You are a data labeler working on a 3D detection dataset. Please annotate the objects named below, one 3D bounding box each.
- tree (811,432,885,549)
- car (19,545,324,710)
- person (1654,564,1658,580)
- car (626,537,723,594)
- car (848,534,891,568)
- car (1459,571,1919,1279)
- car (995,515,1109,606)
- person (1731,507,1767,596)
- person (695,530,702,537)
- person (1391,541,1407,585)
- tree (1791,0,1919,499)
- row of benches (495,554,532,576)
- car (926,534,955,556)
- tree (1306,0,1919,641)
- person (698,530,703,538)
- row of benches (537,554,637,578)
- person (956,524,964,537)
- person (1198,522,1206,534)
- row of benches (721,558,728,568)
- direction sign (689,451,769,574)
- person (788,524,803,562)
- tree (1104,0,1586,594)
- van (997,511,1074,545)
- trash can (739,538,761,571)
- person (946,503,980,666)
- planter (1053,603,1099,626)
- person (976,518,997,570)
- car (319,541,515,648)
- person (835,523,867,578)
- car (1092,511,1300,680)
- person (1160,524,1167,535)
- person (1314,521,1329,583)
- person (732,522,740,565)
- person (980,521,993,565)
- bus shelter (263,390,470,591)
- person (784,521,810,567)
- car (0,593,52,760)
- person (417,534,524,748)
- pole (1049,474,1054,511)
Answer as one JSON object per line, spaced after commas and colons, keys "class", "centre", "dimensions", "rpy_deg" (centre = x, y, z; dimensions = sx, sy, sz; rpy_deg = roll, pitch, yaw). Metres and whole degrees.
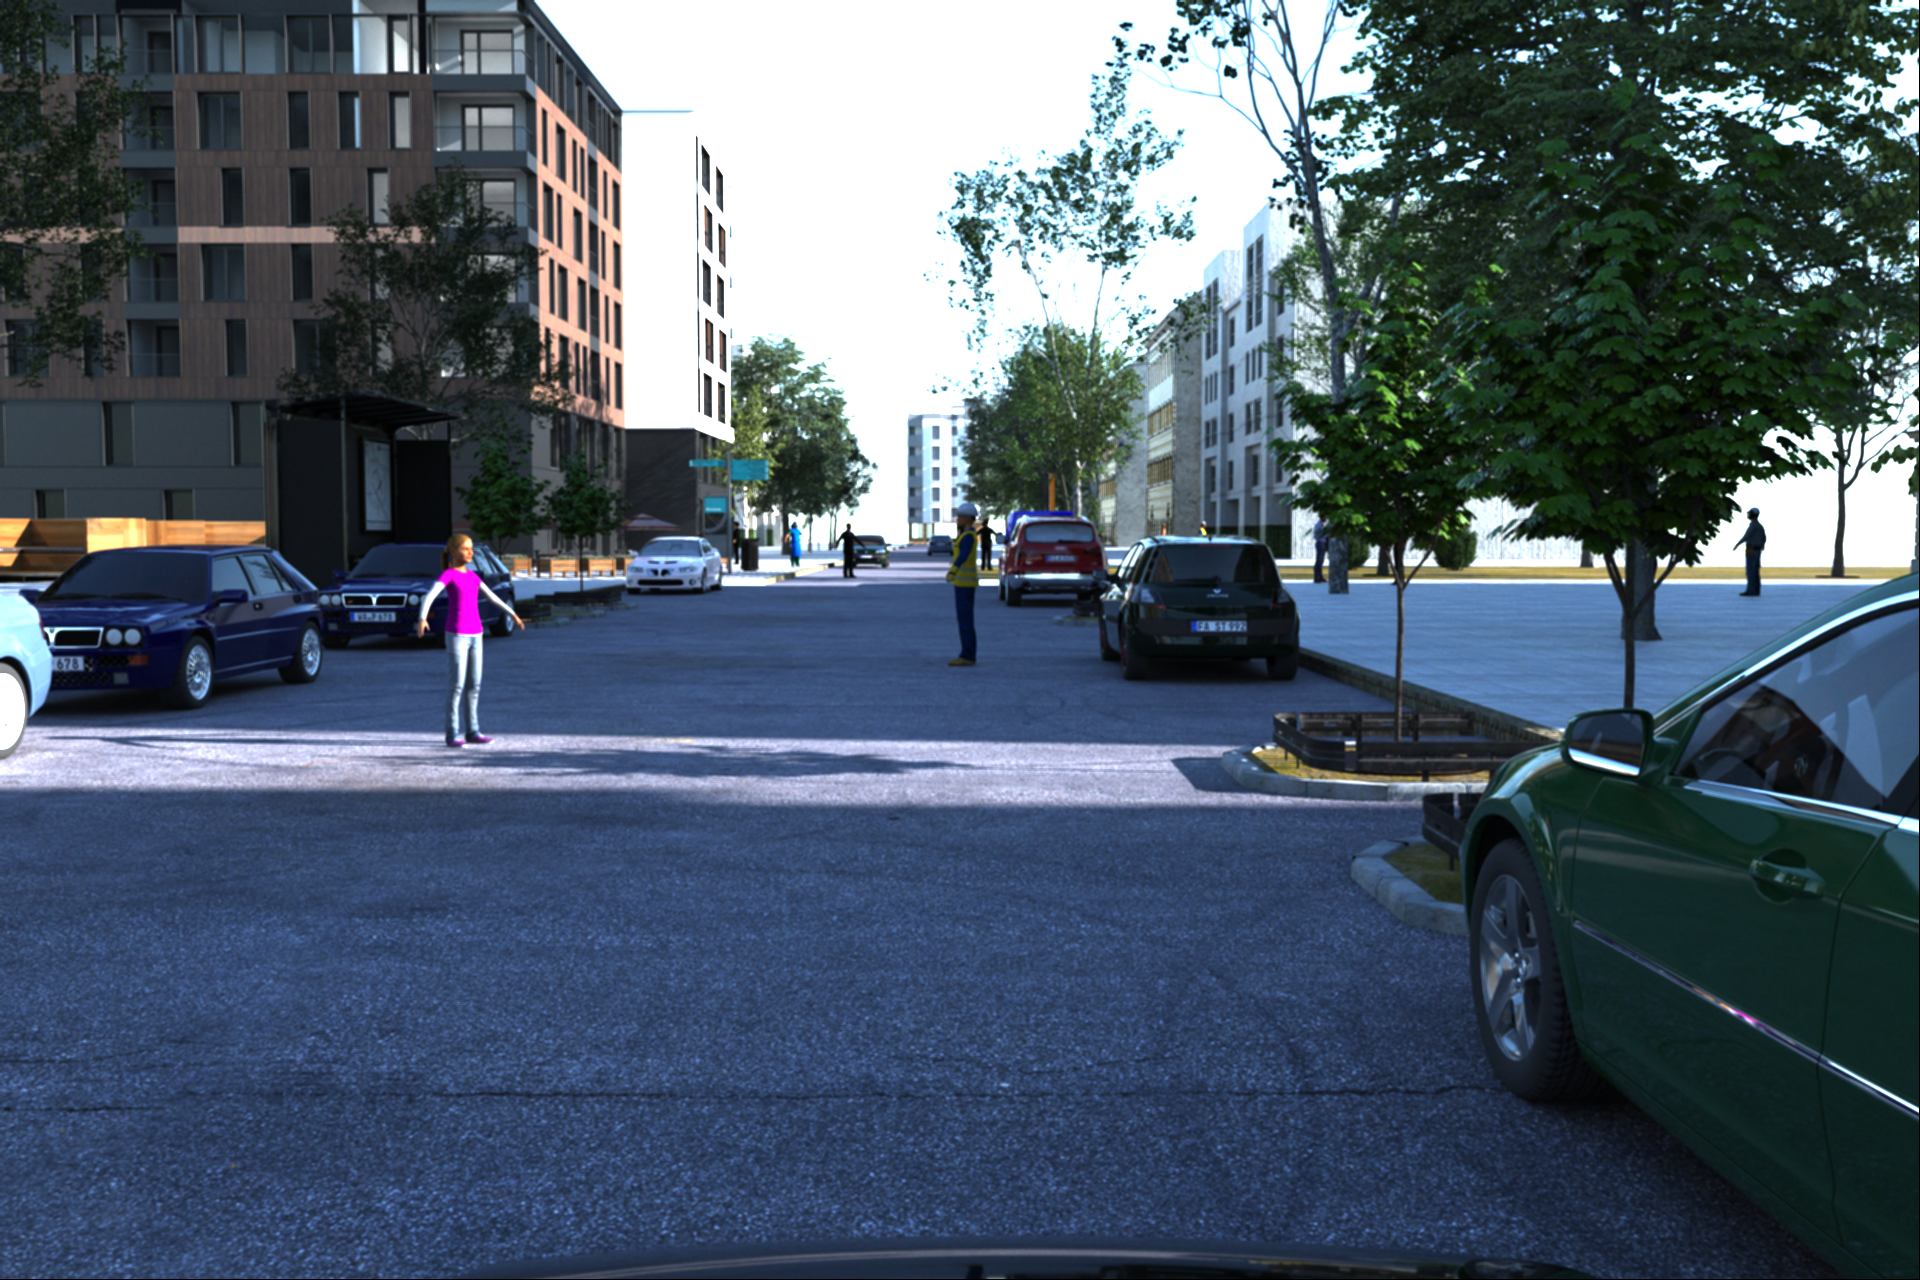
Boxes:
{"class": "tree", "centre": [-10.842, -13.099, 148.585], "dimensions": [8.767, 10.594, 7.601], "rpy_deg": [-1, 4, -12]}
{"class": "car", "centre": [-7.084, -0.170, 15.361], "dimensions": [1.945, 1.354, 3.894], "rpy_deg": [0, 4, 0]}
{"class": "person", "centre": [10.343, -1.034, 26.146], "dimensions": [0.628, 1.438, 0.799], "rpy_deg": [-1, 4, -12]}
{"class": "car", "centre": [-7.017, -1.866, 42.872], "dimensions": [2.083, 1.381, 4.827], "rpy_deg": [0, 4, 0]}
{"class": "car", "centre": [-3.951, -3.979, 74.837], "dimensions": [2.009, 1.686, 4.222], "rpy_deg": [0, 4, 0]}
{"class": "car", "centre": [2.327, 0.537, 3.017], "dimensions": [2.131, 1.459, 4.920], "rpy_deg": [0, 4, -1]}
{"class": "car", "centre": [1.889, -1.671, 35.988], "dimensions": [2.281, 1.827, 5.304], "rpy_deg": [0, 4, -1]}
{"class": "person", "centre": [16.464, -1.845, 36.012], "dimensions": [1.345, 1.849, 0.704], "rpy_deg": [-3, 5, -40]}
{"class": "person", "centre": [-11.543, -4.460, 78.775], "dimensions": [1.347, 1.847, 0.705], "rpy_deg": [1, 4, 10]}
{"class": "person", "centre": [10.988, -2.251, 43.605], "dimensions": [0.721, 1.729, 1.215], "rpy_deg": [0, 4, -6]}
{"class": "tree", "centre": [8.278, -3.832, 13.023], "dimensions": [4.737, 8.622, 4.395], "rpy_deg": [0, 3, 0]}
{"class": "row of benches", "centre": [-14.788, -2.368, 54.173], "dimensions": [4.104, 0.672, 1.422], "rpy_deg": [3, 5, 41]}
{"class": "car", "centre": [-1.282, -6.348, 115.794], "dimensions": [2.014, 1.417, 4.499], "rpy_deg": [0, 4, 0]}
{"class": "tree", "centre": [7.840, -6.277, 20.749], "dimensions": [7.486, 12.596, 7.792], "rpy_deg": [0, 3, 0]}
{"class": "person", "centre": [-10.828, -4.141, 73.841], "dimensions": [0.704, 1.812, 1.346], "rpy_deg": [2, 4, 33]}
{"class": "row of benches", "centre": [-10.859, -2.226, 51.857], "dimensions": [1.422, 0.672, 4.104], "rpy_deg": [3, 4, 36]}
{"class": "person", "centre": [0.047, -2.106, 42.663], "dimensions": [0.705, 1.856, 1.354], "rpy_deg": [0, 4, 2]}
{"class": "person", "centre": [10.683, -4.286, 76.050], "dimensions": [0.705, 1.833, 1.349], "rpy_deg": [1, 4, 22]}
{"class": "row of benches", "centre": [-9.922, -2.905, 62.956], "dimensions": [1.422, 0.672, 4.104], "rpy_deg": [2, 4, 30]}
{"class": "direction sign", "centre": [-7.392, -4.116, 56.058], "dimensions": [2.525, 3.948, 1.411], "rpy_deg": [0, 4, 0]}
{"class": "person", "centre": [-7.344, -4.309, 77.178], "dimensions": [0.721, 1.740, 1.216], "rpy_deg": [-2, 4, -34]}
{"class": "tree", "centre": [8.523, -10.972, 35.282], "dimensions": [12.611, 20.169, 13.585], "rpy_deg": [0, 3, 0]}
{"class": "van", "centre": [2.191, -2.683, 48.258], "dimensions": [2.240, 2.365, 5.245], "rpy_deg": [0, 3, 0]}
{"class": "trash can", "centre": [-7.251, -2.940, 59.724], "dimensions": [0.748, 1.137, 0.748], "rpy_deg": [0, 3, 0]}
{"class": "person", "centre": [-0.016, -0.614, 18.967], "dimensions": [0.721, 1.772, 1.216], "rpy_deg": [0, 4, 7]}
{"class": "planter", "centre": [2.510, -0.413, 27.894], "dimensions": [1.991, 0.319, 1.994], "rpy_deg": [0, 4, -1]}
{"class": "person", "centre": [0.948, -3.397, 61.481], "dimensions": [1.347, 1.837, 0.705], "rpy_deg": [1, 4, 17]}
{"class": "car", "centre": [-7.145, -0.634, 22.954], "dimensions": [1.945, 1.354, 3.894], "rpy_deg": [0, 4, 0]}
{"class": "person", "centre": [-3.637, -2.948, 56.879], "dimensions": [1.346, 1.802, 0.704], "rpy_deg": [-3, 5, -45]}
{"class": "car", "centre": [2.450, -0.526, 18.394], "dimensions": [2.009, 1.686, 4.222], "rpy_deg": [0, 3, 0]}
{"class": "person", "centre": [9.488, -4.573, 81.577], "dimensions": [0.721, 1.733, 1.217], "rpy_deg": [1, 4, 13]}
{"class": "person", "centre": [9.616, -2.425, 45.568], "dimensions": [0.599, 1.838, 0.709], "rpy_deg": [2, 4, 24]}
{"class": "person", "centre": [-9.451, -4.086, 72.997], "dimensions": [0.705, 1.806, 1.347], "rpy_deg": [0, 4, -7]}
{"class": "person", "centre": [1.043, -3.948, 70.735], "dimensions": [0.705, 1.806, 1.347], "rpy_deg": [-1, 4, -18]}
{"class": "bus shelter", "centre": [-10.549, -2.448, 31.315], "dimensions": [1.731, 3.624, 6.357], "rpy_deg": [0, 4, 0]}
{"class": "person", "centre": [-6.467, -3.805, 68.336], "dimensions": [0.704, 1.817, 1.347], "rpy_deg": [3, 5, 42]}
{"class": "car", "centre": [-6.934, 0.139, 9.732], "dimensions": [2.014, 1.417, 4.499], "rpy_deg": [0, 3, 0]}
{"class": "person", "centre": [-3.315, 0.001, 11.712], "dimensions": [0.599, 1.433, 0.991], "rpy_deg": [2, 4, 27]}
{"class": "pole", "centre": [3.100, -3.956, 58.516], "dimensions": [0.158, 3.312, 0.155], "rpy_deg": [0, 3, 0]}
